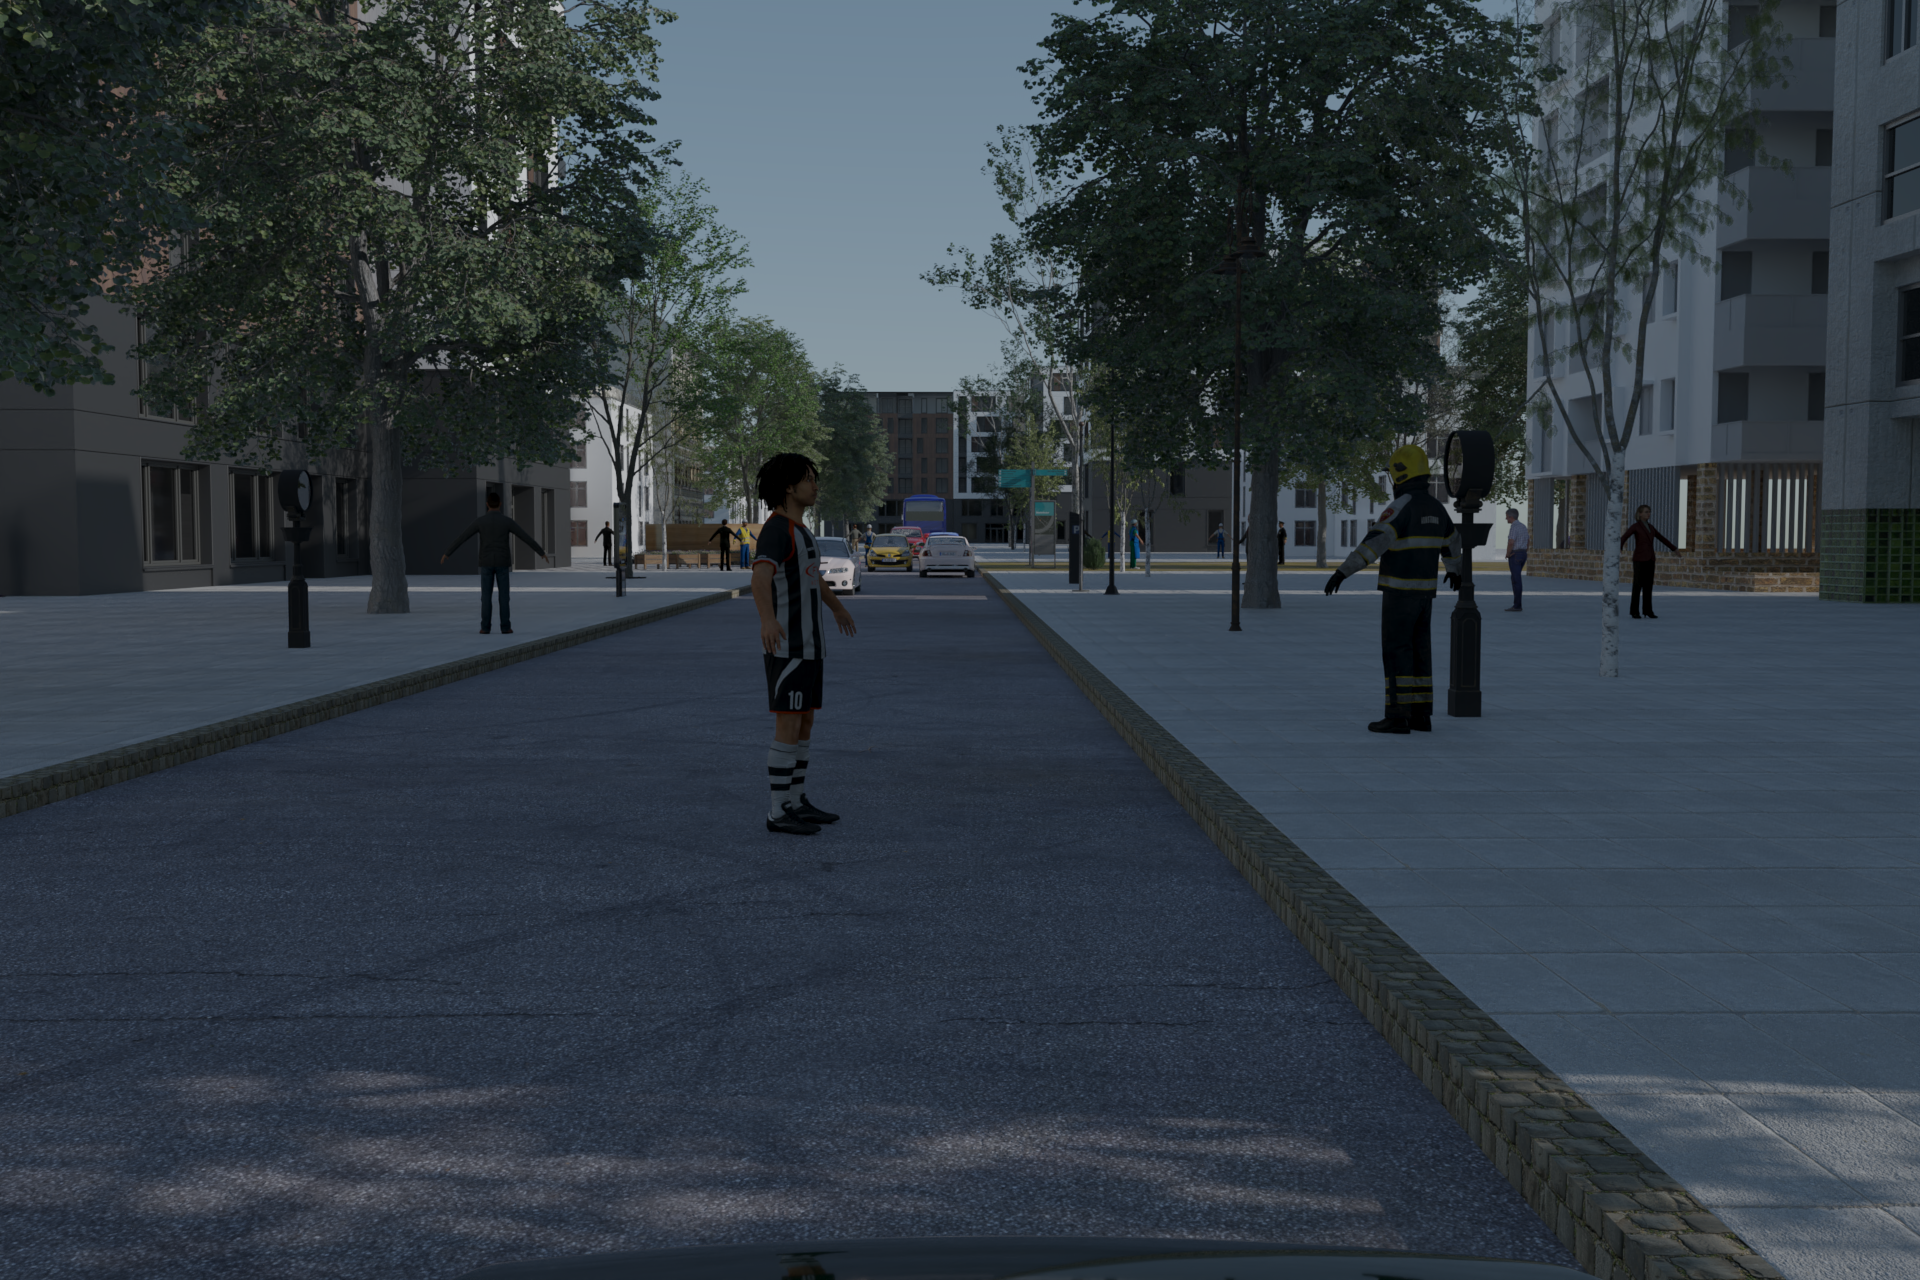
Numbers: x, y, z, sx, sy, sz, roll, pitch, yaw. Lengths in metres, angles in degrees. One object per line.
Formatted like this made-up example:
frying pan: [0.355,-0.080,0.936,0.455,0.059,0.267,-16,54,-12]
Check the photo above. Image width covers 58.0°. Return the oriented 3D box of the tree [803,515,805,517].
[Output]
tree: [-23.126,-18.462,252.219,4.360,8.622,3.978,0,3,0]

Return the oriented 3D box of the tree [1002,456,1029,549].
tree: [5.042,-12.426,153.535,4.737,8.622,4.395,0,3,0]

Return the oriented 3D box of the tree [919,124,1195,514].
tree: [4.033,-13.836,82.106,12.611,20.169,13.585,0,3,0]

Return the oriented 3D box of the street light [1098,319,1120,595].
street light: [3.759,-3.915,36.555,1.470,5.913,1.316,0,4,0]

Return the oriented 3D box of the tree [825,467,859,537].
tree: [-10.698,-11.755,142.555,4.360,8.622,3.978,0,3,0]

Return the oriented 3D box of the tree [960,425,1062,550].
tree: [4.312,-12.670,141.569,8.767,10.594,7.601,0,4,-4]

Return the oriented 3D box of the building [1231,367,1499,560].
building: [22.440,-9.687,100.536,9.099,9.664,28.070,0,4,0]

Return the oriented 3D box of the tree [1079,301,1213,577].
tree: [5.695,-6.216,51.996,4.360,8.622,3.978,0,3,0]

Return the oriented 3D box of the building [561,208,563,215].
building: [-27.024,-13.944,84.399,16.016,20.090,11.380,0,4,0]

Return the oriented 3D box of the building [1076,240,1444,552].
building: [22.935,-17.906,136.739,27.936,21.610,32.646,0,4,-1]

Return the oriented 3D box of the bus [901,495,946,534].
bus: [-2.231,-7.094,107.539,2.896,3.916,12.251,0,4,-1]

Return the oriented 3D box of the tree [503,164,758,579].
tree: [-9.604,-7.566,49.466,9.928,11.665,9.643,0,3,0]

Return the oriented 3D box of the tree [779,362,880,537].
tree: [-10.746,-13.581,128.710,9.857,13.997,8.962,0,3,0]

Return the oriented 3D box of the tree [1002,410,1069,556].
tree: [4.593,-9.258,101.726,4.737,8.622,4.395,0,3,0]

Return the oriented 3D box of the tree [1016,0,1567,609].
tree: [5.197,-7.532,29.799,9.857,13.997,8.962,0,3,0]

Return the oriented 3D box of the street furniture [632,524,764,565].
street furniture: [-10.336,-4.132,74.411,11.010,1.723,9.812,2,4,35]

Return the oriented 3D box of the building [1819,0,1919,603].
building: [25.101,-9.231,17.377,16.747,18.905,31.486,0,4,0]

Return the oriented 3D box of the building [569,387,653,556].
building: [-24.385,-10.428,112.639,9.099,9.664,28.070,0,4,-1]

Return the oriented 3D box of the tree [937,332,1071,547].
tree: [4.158,-18.885,164.664,12.611,20.169,13.585,0,3,0]

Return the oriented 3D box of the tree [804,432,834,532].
tree: [-9.989,-10.270,118.279,4.360,8.622,3.978,0,3,0]

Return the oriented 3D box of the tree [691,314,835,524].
tree: [-10.238,-10.504,89.874,7.486,12.596,7.792,0,3,0]

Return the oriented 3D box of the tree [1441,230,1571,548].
tree: [22.985,-9.709,65.399,9.857,13.997,8.962,0,3,0]

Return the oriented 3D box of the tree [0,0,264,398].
tree: [-9.445,-6.454,12.186,9.857,13.997,8.962,0,3,0]

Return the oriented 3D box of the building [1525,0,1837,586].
building: [22.194,-11.861,50.341,16.016,20.090,11.380,0,4,-1]

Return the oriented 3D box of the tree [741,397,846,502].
tree: [-10.609,-10.670,108.866,7.601,10.594,8.767,1,4,14]

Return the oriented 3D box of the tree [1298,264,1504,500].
tree: [19.626,-10.227,77.574,12.009,13.543,11.850,0,3,0]

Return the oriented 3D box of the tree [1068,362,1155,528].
tree: [6.290,-7.413,71.571,4.360,8.622,3.978,0,3,0]

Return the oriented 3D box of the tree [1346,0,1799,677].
tree: [5.864,-3.960,15.108,4.360,8.622,3.978,0,3,0]

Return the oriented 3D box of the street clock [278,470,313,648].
street clock: [-7.457,-0.912,19.489,0.358,2.002,0.471,0,3,0]

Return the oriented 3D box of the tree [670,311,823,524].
tree: [-9.909,-9.459,80.407,9.928,11.665,9.643,0,3,0]

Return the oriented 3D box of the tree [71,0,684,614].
tree: [-9.215,-7.413,27.860,9.857,13.997,8.962,0,3,0]

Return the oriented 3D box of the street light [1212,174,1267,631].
street light: [3.647,-3.056,22.761,0.468,5.910,1.993,0,4,0]

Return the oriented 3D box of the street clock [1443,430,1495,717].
street clock: [3.557,-0.464,12.157,0.358,2.002,0.471,0,4,0]

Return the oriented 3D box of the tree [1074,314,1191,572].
tree: [5.740,-6.626,58.692,4.737,8.622,4.395,0,3,0]

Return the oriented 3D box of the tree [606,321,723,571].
tree: [-10.232,-6.688,59.705,4.360,8.622,3.978,0,3,0]

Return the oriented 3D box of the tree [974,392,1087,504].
tree: [4.557,-11.015,114.505,8.767,10.594,7.601,2,4,28]

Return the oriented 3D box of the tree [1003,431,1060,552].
tree: [4.846,-10.666,124.752,4.737,8.622,4.395,0,3,0]

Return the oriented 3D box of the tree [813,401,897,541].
tree: [-10.544,-15.475,159.673,9.857,13.997,8.962,0,3,0]

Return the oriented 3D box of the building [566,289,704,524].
building: [-30.805,-18.737,137.274,19.493,23.208,18.063,0,4,-1]

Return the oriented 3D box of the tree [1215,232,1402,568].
tree: [13.457,-9.040,65.929,7.486,12.596,7.792,0,3,0]
